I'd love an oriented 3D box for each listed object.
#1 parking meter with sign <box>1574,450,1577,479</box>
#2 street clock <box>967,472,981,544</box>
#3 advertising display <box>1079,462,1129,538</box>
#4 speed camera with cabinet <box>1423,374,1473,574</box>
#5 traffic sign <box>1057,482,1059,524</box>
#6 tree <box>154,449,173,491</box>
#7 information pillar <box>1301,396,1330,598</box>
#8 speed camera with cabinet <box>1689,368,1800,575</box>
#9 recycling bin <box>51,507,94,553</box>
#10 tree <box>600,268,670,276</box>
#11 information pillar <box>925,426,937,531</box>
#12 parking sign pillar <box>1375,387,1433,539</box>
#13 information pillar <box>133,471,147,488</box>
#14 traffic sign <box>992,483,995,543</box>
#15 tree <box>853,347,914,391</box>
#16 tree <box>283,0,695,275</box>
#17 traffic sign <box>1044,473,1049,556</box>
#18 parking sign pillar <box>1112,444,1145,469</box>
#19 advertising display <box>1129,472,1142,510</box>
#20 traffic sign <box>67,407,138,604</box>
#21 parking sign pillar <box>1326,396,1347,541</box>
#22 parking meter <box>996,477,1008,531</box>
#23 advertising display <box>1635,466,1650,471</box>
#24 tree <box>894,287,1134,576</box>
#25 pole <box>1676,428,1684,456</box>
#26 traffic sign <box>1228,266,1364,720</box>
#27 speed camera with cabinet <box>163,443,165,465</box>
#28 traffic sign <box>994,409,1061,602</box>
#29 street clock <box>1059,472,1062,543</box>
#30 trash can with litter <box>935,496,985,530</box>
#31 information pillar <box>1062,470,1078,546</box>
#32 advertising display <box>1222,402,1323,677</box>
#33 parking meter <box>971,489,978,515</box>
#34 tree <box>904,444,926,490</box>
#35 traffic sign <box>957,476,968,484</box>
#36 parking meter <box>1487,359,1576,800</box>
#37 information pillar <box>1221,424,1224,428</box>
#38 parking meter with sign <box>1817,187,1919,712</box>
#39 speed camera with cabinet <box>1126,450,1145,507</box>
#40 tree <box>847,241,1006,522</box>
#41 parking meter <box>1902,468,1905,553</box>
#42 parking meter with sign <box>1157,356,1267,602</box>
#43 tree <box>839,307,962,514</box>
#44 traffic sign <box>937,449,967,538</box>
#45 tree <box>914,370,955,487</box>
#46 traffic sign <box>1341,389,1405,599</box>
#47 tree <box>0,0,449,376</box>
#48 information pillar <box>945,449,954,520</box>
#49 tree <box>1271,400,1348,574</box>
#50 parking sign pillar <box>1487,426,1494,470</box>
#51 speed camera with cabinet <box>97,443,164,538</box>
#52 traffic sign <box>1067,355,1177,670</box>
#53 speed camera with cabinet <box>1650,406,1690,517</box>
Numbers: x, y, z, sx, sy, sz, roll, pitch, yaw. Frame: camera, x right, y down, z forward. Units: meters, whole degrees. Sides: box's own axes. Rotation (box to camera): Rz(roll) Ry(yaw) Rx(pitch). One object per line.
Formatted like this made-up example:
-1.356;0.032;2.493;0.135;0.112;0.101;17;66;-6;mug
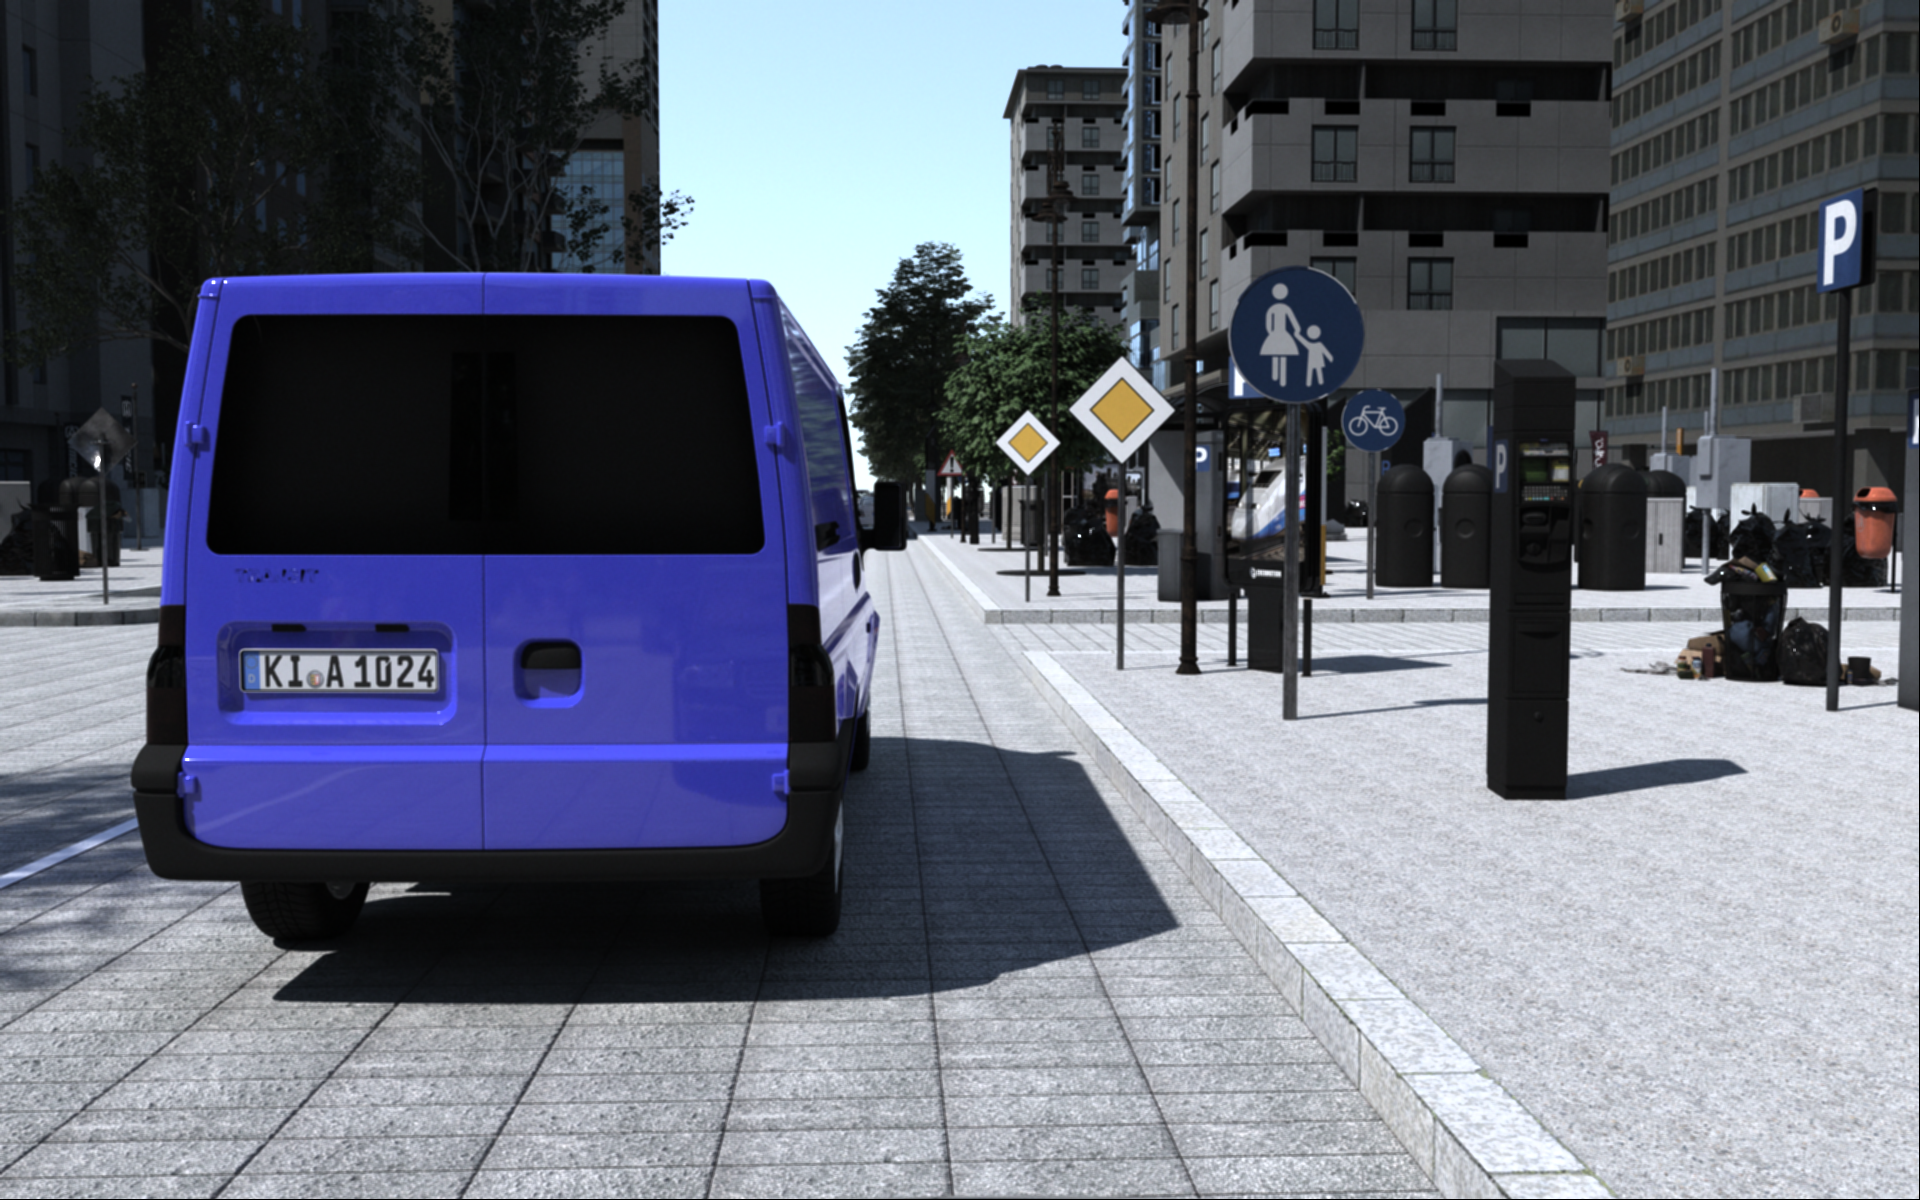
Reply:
23.276;-4.389;68.025;1.738;3.016;0.543;1;4;17;parking meter with sign
0.372;-2.429;44.285;0.358;2.002;0.471;1;4;21;street clock
2.826;-1.782;34.342;0.974;1.923;0.123;-1;4;-20;advertising display
7.518;-2.055;27.932;2.038;3.252;0.660;-3;5;-44;speed camera with cabinet
2.061;-2.249;36.770;0.884;2.594;0.081;0;4;4;traffic sign
-28.321;-4.198;63.245;1.663;3.219;1.824;0;3;0;tree
4.369;-1.840;21.436;0.183;3.616;0.504;-2;4;-27;information pillar
12.102;-1.976;26.640;0.660;3.252;2.038;0;4;-5;speed camera with cabinet
-16.847;-1.253;33.039;0.722;1.027;0.722;0;4;-5;recycling bin
-15.396;-9.457;80.377;9.928;11.665;9.643;0;3;0;tree
-1.007;-4.159;59.362;0.183;3.616;0.504;2;4;33;information pillar
11.171;-3.358;43.382;1.447;3.967;1.447;-2;4;-27;parking sign pillar
-26.631;-3.167;56.275;0.304;2.012;0.304;3;5;41;information pillar
0.878;-2.752;45.108;0.768;2.556;0.104;0;4;7;traffic sign
-6.199;-21.951;214.790;12.611;20.169;13.585;0;3;0;tree
-14.574;-12.161;54.721;12.611;20.169;13.585;0;3;0;tree
1.786;-2.178;35.723;0.768;2.556;0.104;0;4;1;traffic sign
6.621;-4.872;68.130;1.447;3.967;1.447;0;4;-4;parking sign pillar
4.723;-2.717;49.631;0.974;1.923;0.123;0;4;8;advertising display
-9.931;-1.006;20.087;0.795;2.450;0.064;0;4;-3;traffic sign
9.907;-3.611;47.512;1.447;3.967;1.447;-1;4;-22;parking sign pillar
1.478;-3.364;60.714;0.399;1.863;0.255;0;4;4;parking meter
16.106;-2.166;40.628;0.974;1.923;0.123;-3;5;-41;advertising display
1.367;-2.693;27.737;4.285;4.588;4.351;0;3;0;tree
22.312;-3.663;53.737;0.158;3.312;0.155;0;3;0;pole
1.878;-0.592;9.783;0.768;2.556;0.104;0;4;-2;traffic sign
-31.453;-4.471;67.433;2.038;3.252;0.660;3;5;45;speed camera with cabinet
0.803;-1.034;20.556;0.795;2.450;0.064;0;4;-3;traffic sign
2.742;-2.475;45.044;0.471;2.002;0.358;0;4;8;street clock
-0.132;-3.161;62.739;1.678;1.210;2.233;-1;4;-15;trash can with litter
2.712;-2.343;42.800;0.304;2.012;0.304;2;4;27;information pillar
2.238;-0.446;12.499;0.123;1.923;0.974;-2;4;-29;advertising display
0.789;-5.148;92.585;0.372;1.533;0.369;0;3;0;parking meter
-2.692;-10.748;126.094;4.360;8.622;3.978;0;3;0;tree
0.231;-5.208;85.256;0.768;2.556;0.104;0;4;2;traffic sign
2.418;-0.100;7.346;0.255;1.863;0.399;0;4;3;parking meter
7.509;-3.494;48.488;0.183;3.616;0.504;-3;4;-36;information pillar
5.988;-0.848;10.130;1.738;3.016;0.543;0;4;2;parking meter with sign
6.066;-4.227;63.452;0.660;3.252;2.038;2;4;28;speed camera with cabinet
-1.447;-9.806;78.463;7.486;12.596;7.792;0;3;0;tree
18.310;-1.681;33.201;0.399;1.863;0.255;2;4;32;parking meter
3.072;-1.521;21.137;0.543;3.016;1.738;3;5;41;parking meter with sign
-2.765;-12.466;110.473;9.857;13.997;8.962;0;3;0;tree
-0.232;-3.072;50.230;0.884;2.594;0.081;0;4;2;traffic sign
-1.397;-9.280;102.089;4.737;8.622;4.395;0;3;0;tree
5.005;-1.282;21.061;0.768;2.556;0.104;0;4;2;traffic sign
-13.073;-5.857;30.179;7.601;10.594;8.767;0;4;8;tree
-0.495;-5.767;85.646;0.183;3.616;0.504;-3;4;-39;information pillar
5.367;-2.036;27.890;1.663;3.219;1.824;0;3;0;tree
15.418;-3.695;48.882;1.447;3.967;1.447;-1;4;-17;parking sign pillar
-24.599;-3.478;51.193;2.038;3.252;0.660;2;4;27;speed camera with cabinet
1.167;-0.547;12.579;0.795;2.450;0.064;0;4;-3;traffic sign
16.345;-2.708;38.613;0.660;3.252;2.038;-1;4;-22;speed camera with cabinet
